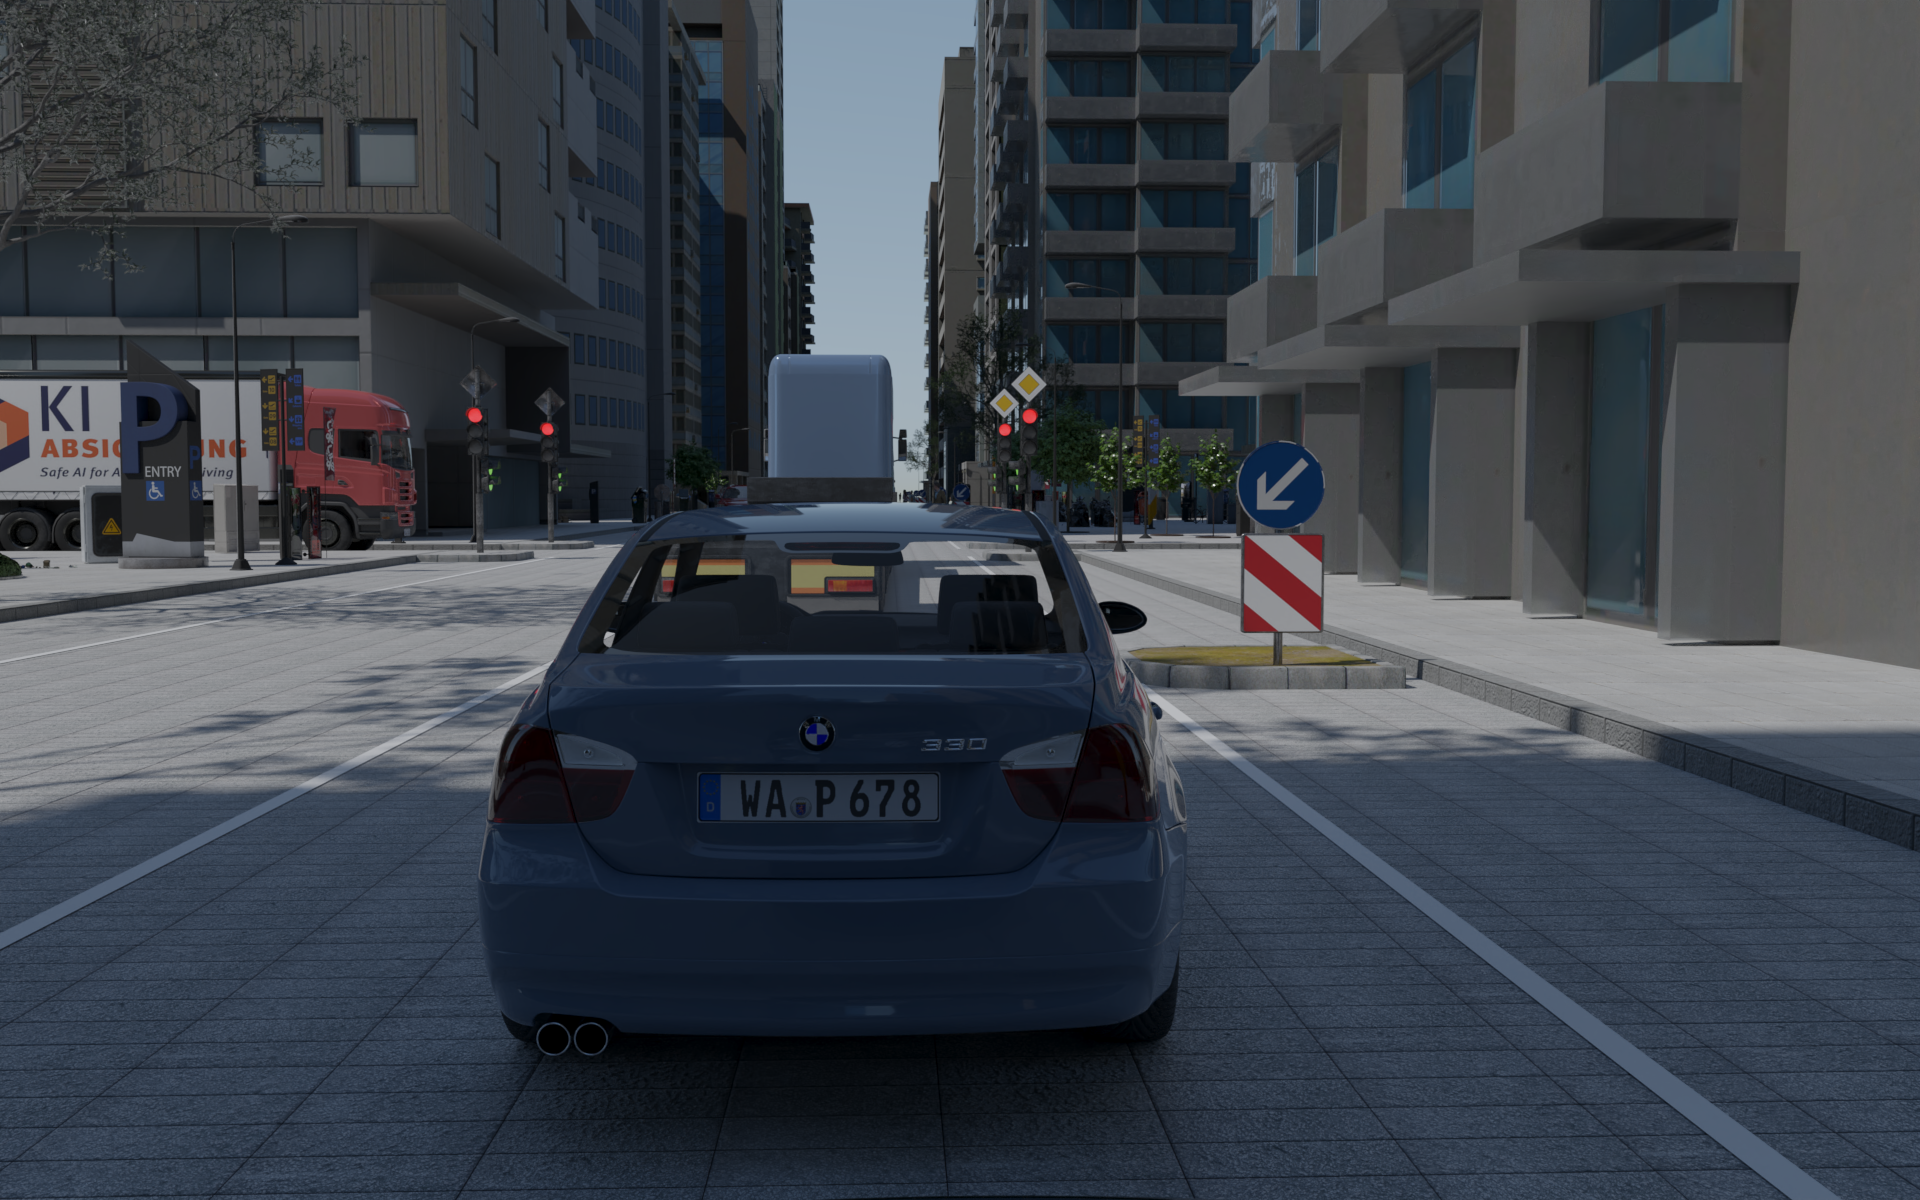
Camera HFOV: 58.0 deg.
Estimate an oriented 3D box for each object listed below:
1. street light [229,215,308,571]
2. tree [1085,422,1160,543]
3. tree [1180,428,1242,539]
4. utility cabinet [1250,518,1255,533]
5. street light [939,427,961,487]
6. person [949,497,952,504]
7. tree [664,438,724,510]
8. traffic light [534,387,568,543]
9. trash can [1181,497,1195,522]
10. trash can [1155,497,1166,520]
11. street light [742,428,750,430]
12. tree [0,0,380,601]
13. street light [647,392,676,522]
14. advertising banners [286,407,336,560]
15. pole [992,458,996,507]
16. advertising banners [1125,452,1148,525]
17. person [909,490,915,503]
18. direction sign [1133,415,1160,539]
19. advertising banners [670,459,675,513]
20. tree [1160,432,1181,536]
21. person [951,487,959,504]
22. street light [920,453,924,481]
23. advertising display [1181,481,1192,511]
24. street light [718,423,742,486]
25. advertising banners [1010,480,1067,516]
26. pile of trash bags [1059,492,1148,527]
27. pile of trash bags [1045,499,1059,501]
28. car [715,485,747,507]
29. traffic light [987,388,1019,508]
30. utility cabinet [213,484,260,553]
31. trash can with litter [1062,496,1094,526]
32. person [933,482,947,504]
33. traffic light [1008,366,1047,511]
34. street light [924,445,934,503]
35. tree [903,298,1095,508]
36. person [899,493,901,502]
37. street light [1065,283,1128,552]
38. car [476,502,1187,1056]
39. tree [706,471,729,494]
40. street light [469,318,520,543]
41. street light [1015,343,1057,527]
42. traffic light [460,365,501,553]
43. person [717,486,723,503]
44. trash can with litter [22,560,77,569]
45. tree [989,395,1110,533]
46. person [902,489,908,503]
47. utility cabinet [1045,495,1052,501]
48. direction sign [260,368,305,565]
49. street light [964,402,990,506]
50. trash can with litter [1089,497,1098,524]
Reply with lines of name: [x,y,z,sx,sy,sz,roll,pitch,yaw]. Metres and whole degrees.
street light: [-11.552,-3.452,28.980,1.470,5.913,1.316,0,4,-2]
tree: [3.968,-3.106,45.388,1.663,3.219,1.824,0,3,0]
tree: [7.517,-3.411,50.374,1.663,3.219,1.824,0,3,0]
utility cabinet: [9.347,-2.744,56.029,0.306,1.237,1.020,2,4,25]
street light: [-0.500,-9.060,120.677,1.470,5.913,1.316,0,4,-2]
person: [-0.472,-4.642,88.652,0.590,1.304,0.306,-3,5,-43]
tree: [-15.434,-7.136,100.390,4.285,4.588,4.351,0,3,0]
traffic light: [-10.790,-3.471,45.673,0.839,4.253,0.868,0,4,-2]
trash can: [10.511,-4.148,79.471,0.748,1.137,0.748,0,3,0]
trash can: [9.969,-4.546,85.976,0.748,1.137,0.748,0,3,0]
street light: [-15.538,-9.164,122.365,1.470,5.913,1.316,0,4,-2]
tree: [-12.204,-6.708,20.042,12.009,13.543,11.850,0,3,0]
street light: [-13.683,-6.528,79.276,1.470,5.913,1.316,0,4,-2]
advertising banners: [-12.786,-2.325,34.200,0.090,3.025,2.074,0,4,7]
pole: [1.819,-6.040,92.589,0.158,3.312,0.155,0,3,0]
advertising banners: [7.405,-4.648,72.180,0.090,3.025,2.074,-2,4,-26]
person: [-3.373,-6.853,121.542,0.512,1.701,0.522,0,4,0]
direction sign: [5.352,-3.538,49.844,0.876,3.537,0.379,3,4,38]
advertising banners: [-14.102,-5.429,84.960,0.090,3.025,2.074,0,4,-1]
tree: [6.443,-3.572,53.000,1.663,3.219,1.824,0,3,0]
person: [-0.233,-4.602,84.290,0.362,1.759,0.519,2,4,27]
street light: [-3.734,-13.723,196.913,1.470,5.913,1.316,0,4,-2]
advertising display: [11.121,-4.889,85.147,0.123,1.923,0.974,-1,4,-20]
street light: [-15.130,-8.563,112.548,1.470,5.913,1.316,0,4,-2]
advertising banners: [2.884,-4.180,64.527,2.074,3.025,0.090,0,4,-1]
pile of trash bags: [5.808,-3.532,67.505,3.447,1.369,1.912,1,4,11]
pile of trash bags: [3.731,-4.311,80.244,1.912,1.369,3.447,-1,4,-18]
car: [-8.663,-3.742,69.852,2.281,1.827,5.304,0,4,-1]
traffic light: [1.160,-3.503,46.189,0.839,4.253,0.868,0,4,-2]
utility cabinet: [-15.798,-1.785,37.859,0.318,1.500,1.173,1,4,12]
trash can with litter: [4.986,-3.649,70.718,1.678,1.210,2.233,0,4,3]
person: [-0.736,-3.088,58.899,0.656,1.842,0.836,1,4,16]
traffic light: [1.495,-3.015,38.211,0.839,4.253,0.868,0,4,-2]
street light: [-2.359,-11.652,163.058,1.470,5.913,1.316,0,4,-2]
tree: [2.278,-9.010,81.724,8.767,10.594,7.601,1,4,11]
person: [-8.661,-14.707,250.427,0.415,1.643,0.593,1,4,20]
street light: [3.008,-4.020,38.262,1.470,5.913,1.316,0,4,-2]
car: [-0.320,0.378,5.817,2.014,1.417,4.499,0,4,-1]
tree: [-16.648,-7.476,116.833,1.663,3.219,1.824,0,3,0]
street light: [-12.277,-4.474,45.699,1.470,5.913,1.316,0,4,-2]
street light: [2.386,-4.943,53.361,1.470,5.913,1.316,0,4,-2]
traffic light: [-10.455,-2.983,37.695,0.839,4.253,0.868,0,4,-2]
person: [-10.504,-4.144,76.429,0.526,1.800,0.537,1,4,23]
trash can with litter: [-16.341,-1.131,29.544,2.233,1.210,1.678,-2,4,-24]
tree: [3.677,-4.514,57.521,4.285,4.588,4.351,0,3,0]
person: [-3.892,-6.759,119.603,0.643,1.750,0.593,1,4,8]
utility cabinet: [4.078,-4.586,86.147,1.020,1.237,0.306,-2,4,-33]
direction sign: [-12.237,-2.407,31.346,0.876,3.537,0.379,1,4,15]
street light: [0.917,-7.008,87.123,1.470,5.913,1.316,0,4,-2]
trash can with litter: [6.033,-3.822,73.881,1.055,1.170,0.624,0,4,-1]
